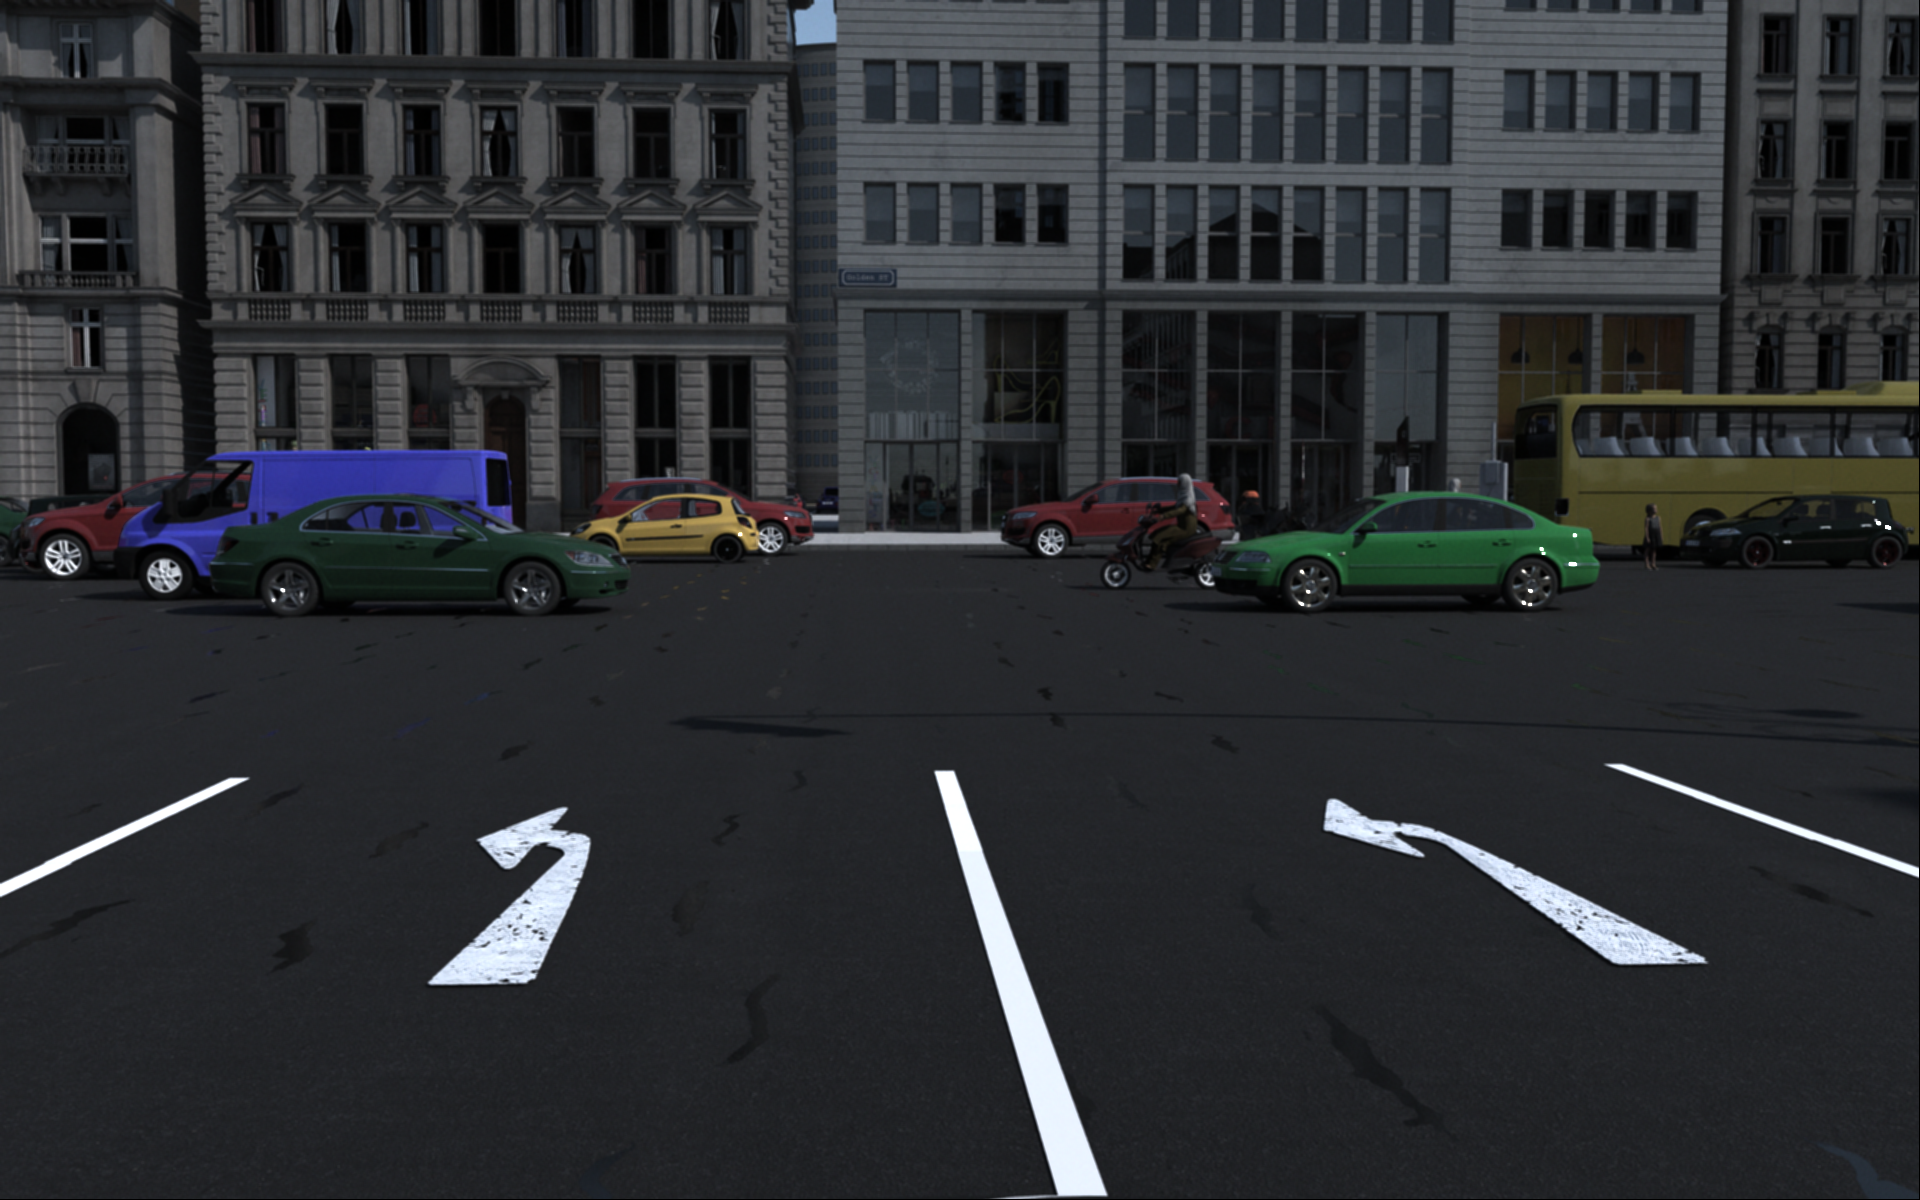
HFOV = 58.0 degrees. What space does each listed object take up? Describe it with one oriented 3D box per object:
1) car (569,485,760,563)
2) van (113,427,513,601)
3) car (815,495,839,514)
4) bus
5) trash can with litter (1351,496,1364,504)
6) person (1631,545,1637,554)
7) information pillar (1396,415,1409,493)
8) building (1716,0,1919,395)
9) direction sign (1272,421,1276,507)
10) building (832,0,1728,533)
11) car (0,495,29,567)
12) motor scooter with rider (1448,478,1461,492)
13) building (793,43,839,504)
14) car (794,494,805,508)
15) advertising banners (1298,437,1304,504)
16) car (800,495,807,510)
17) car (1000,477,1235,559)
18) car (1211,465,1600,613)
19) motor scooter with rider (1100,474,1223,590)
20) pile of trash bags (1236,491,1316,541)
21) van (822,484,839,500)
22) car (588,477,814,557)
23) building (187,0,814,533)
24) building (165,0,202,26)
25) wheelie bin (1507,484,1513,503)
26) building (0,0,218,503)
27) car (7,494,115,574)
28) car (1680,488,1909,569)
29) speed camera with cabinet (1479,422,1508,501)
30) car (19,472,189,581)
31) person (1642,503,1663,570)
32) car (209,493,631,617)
[{"bbox_3d":[-6.230,-1.606,36.482,3.980,1.641,2.015,0,4,-3],"label":"car"},{"bbox_3d":[-8.959,-1.210,24.165,5.245,2.365,2.240,0,4,-3],"label":"van"},{"bbox_3d":[-9.818,-7.111,128.838,1.945,1.354,3.894,0,4,-3],"label":"car"},{"bbox_3d":[18.624,-2.854,38.215,12.252,3.916,2.896,0,4,-4],"label":"bus"},{"bbox_3d":[23.795,-5.578,102.255,2.233,1.210,1.678,-2,4,-30],"label":"trash can with litter"},{"bbox_3d":[16.264,-1.962,41.103,0.750,1.759,0.617,-3,4,-38],"label":"person"},{"bbox_3d":[13.254,-3.700,51.857,0.183,3.616,0.504,-2,4,-23],"label":"information pillar"},{"bbox_3d":[34.435,-13.074,62.911,18.267,20.994,9.793,0,4,-4],"label":"building"},{"bbox_3d":[9.809,-3.801,54.139,0.379,3.537,0.876,1,4,14],"label":"direction sign"},{"bbox_3d":[10.396,-17.398,61.955,29.804,29.767,11.434,0,4,-4],"label":"building"},{"bbox_3d":[-20.249,-1.394,34.596,4.920,1.459,2.131,0,4,-3],"label":"car"},{"bbox_3d":[9.898,-1.512,33.691,1.986,1.779,0.876,0,4,-2],"label":"motor scooter with rider"},{"bbox_3d":[-12.530,-41.756,224.713,28.212,58.520,21.231,0,4,-4],"label":"building"},{"bbox_3d":[-12.775,-7.452,130.873,2.155,1.783,4.494,0,4,-4],"label":"car"},{"bbox_3d":[10.393,-3.455,52.683,0.090,3.025,2.074,1,4,14],"label":"advertising banners"},{"bbox_3d":[-14.192,-8.374,148.917,2.014,1.417,4.499,0,4,-2],"label":"car"},{"bbox_3d":[3.564,-1.874,39.314,5.304,1.827,2.281,0,4,-5],"label":"car"},{"bbox_3d":[5.516,-0.789,21.693,4.718,1.807,1.959,0,4,-4],"label":"car"},{"bbox_3d":[3.093,-1.041,25.992,1.986,1.779,0.876,0,4,-3],"label":"motor scooter with rider"},{"bbox_3d":[8.490,-2.317,47.628,1.912,1.369,3.447,-1,4,-13],"label":"pile of trash bags"},{"bbox_3d":[-11.244,-9.185,154.558,2.240,2.365,5.245,0,4,-4],"label":"van"},{"bbox_3d":[-6.089,-1.960,40.711,5.304,1.827,2.281,0,4,-5],"label":"car"},{"bbox_3d":[-15.207,-14.185,60.809,19.941,23.489,11.050,0,4,-4],"label":"building"},{"bbox_3d":[-51.750,-28.082,109.243,14.600,45.320,14.200,0,4,-4],"label":"building"},{"bbox_3d":[17.465,-2.907,55.443,0.980,1.594,0.693,-1,4,-12],"label":"wheelie bin"},{"bbox_3d":[-37.279,-13.341,59.929,24.055,21.916,13.314,0,4,-4],"label":"building"},{"bbox_3d":[-15.261,-1.356,31.957,4.222,1.686,2.009,0,4,-4],"label":"car"},{"bbox_3d":[16.281,-1.468,33.789,4.222,1.686,2.009,0,4,-5],"label":"car"},{"bbox_3d":[15.396,-3.262,47.668,2.038,3.252,0.660,2,4,27],"label":"speed camera with cabinet"},{"bbox_3d":[-13.249,-1.285,29.680,5.304,1.827,2.281,0,4,-4],"label":"car"},{"bbox_3d":[13.196,-1.210,32.952,0.362,1.253,0.373,-1,4,-11],"label":"person"},{"bbox_3d":[-6.491,-0.568,21.082,4.920,1.459,2.131,0,4,-2],"label":"car"}]
